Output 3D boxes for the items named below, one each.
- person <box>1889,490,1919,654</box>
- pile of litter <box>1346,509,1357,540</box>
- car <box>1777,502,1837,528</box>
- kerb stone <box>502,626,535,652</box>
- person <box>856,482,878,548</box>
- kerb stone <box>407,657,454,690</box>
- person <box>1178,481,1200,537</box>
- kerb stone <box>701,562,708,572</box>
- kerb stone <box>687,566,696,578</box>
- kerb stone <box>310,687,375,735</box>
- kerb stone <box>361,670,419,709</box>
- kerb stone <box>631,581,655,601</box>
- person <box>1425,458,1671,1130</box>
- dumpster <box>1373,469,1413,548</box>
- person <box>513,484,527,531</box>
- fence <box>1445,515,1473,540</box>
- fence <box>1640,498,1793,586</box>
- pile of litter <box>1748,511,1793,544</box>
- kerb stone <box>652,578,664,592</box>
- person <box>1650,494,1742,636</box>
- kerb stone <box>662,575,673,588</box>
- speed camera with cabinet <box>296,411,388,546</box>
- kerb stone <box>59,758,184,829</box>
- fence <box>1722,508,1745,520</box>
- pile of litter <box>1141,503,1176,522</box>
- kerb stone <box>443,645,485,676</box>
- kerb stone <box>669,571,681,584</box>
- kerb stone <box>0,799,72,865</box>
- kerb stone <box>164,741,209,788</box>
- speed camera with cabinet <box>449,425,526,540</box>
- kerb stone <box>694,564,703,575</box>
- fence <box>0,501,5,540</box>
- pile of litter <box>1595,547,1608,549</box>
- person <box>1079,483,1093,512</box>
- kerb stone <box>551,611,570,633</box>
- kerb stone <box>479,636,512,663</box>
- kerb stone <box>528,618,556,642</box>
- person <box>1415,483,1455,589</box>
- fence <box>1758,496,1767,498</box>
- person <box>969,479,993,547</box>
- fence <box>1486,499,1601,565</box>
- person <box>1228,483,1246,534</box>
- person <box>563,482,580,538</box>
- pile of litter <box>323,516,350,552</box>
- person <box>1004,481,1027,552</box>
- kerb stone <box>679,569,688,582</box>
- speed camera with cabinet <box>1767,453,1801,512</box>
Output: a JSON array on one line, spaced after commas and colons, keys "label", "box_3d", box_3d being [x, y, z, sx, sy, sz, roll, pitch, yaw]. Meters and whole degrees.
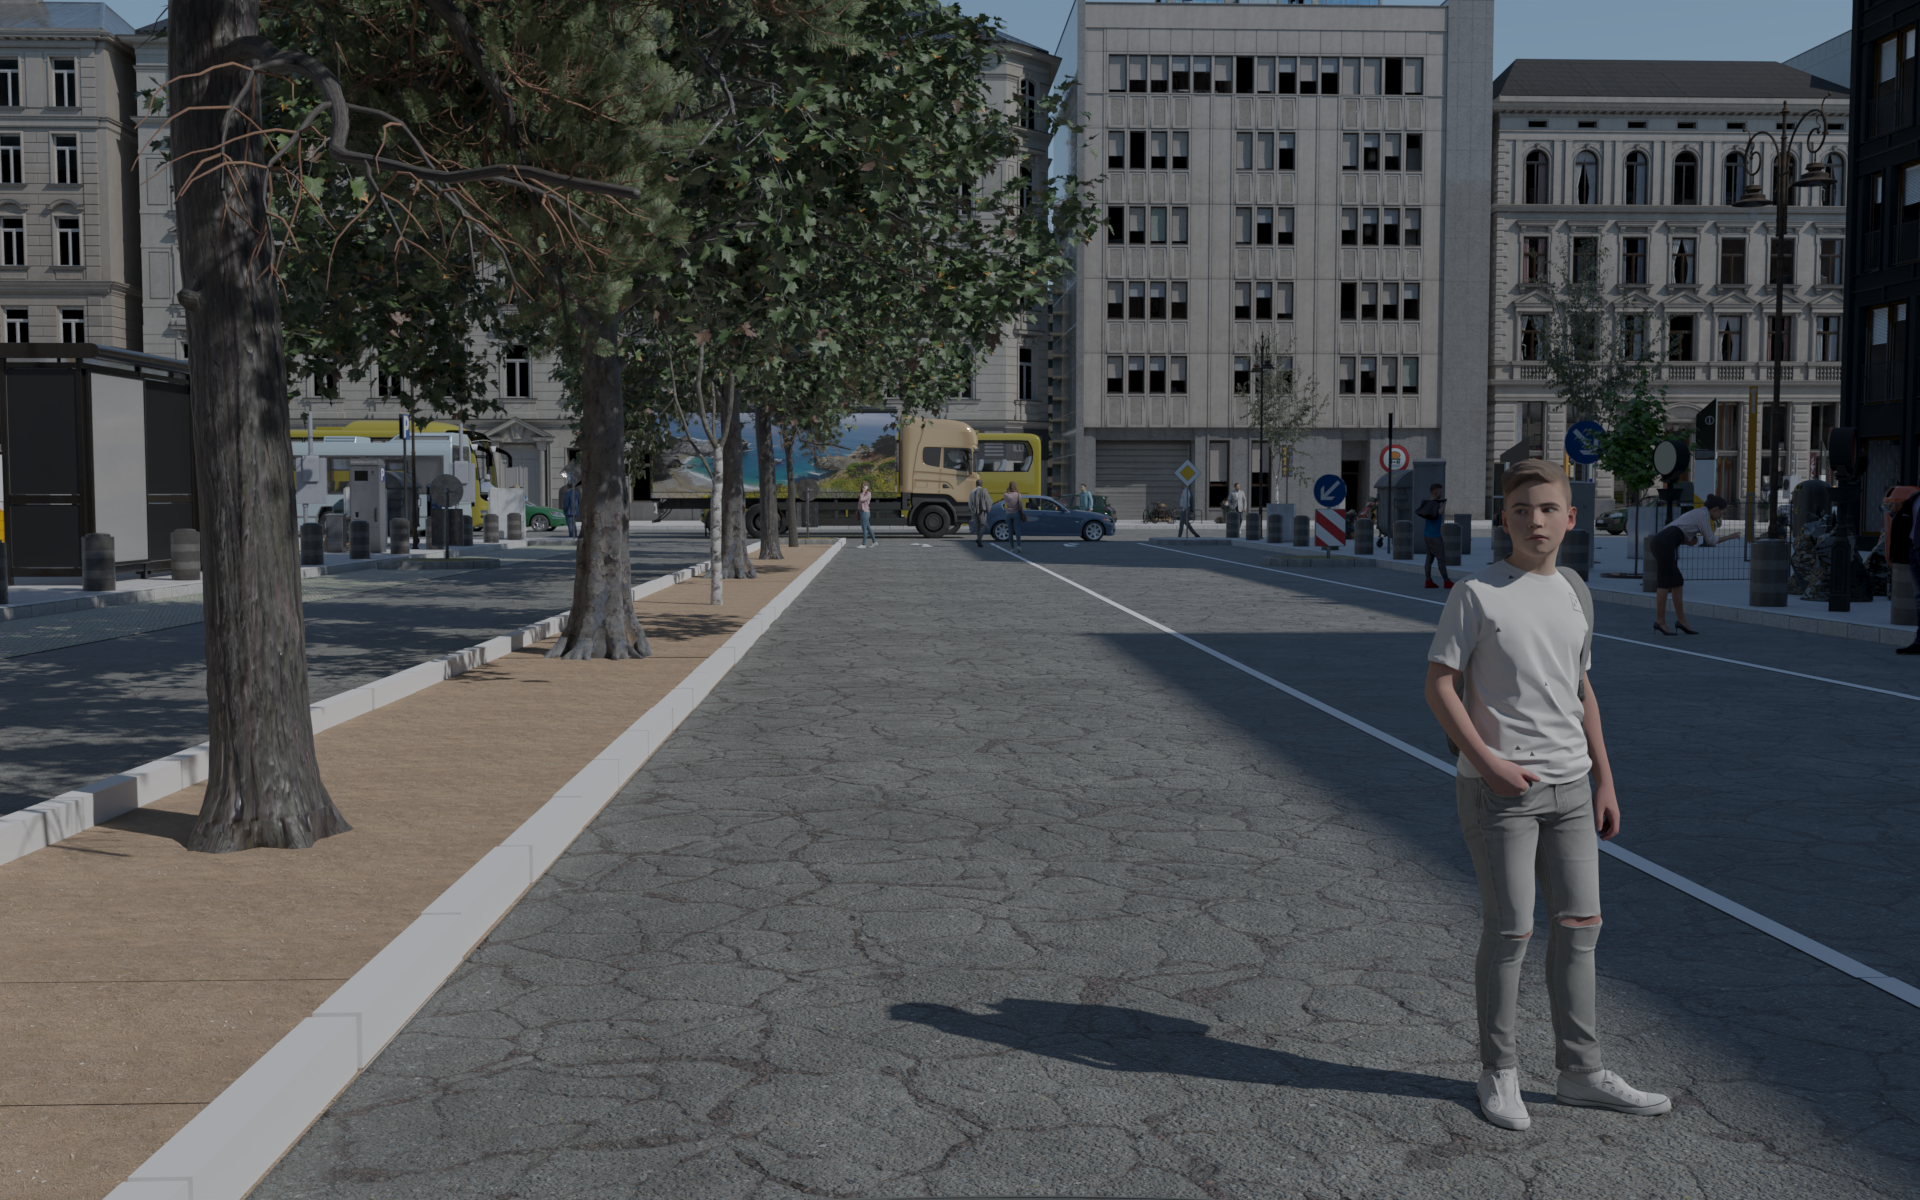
[{"label": "person", "box_3d": [8.464, -0.360, 15.206, 0.431, 1.722, 0.655, -1, 4, -12]}, {"label": "pile of litter", "box_3d": [10.830, -2.157, 49.228, 1.176, 0.858, 1.719, 1, 4, 11]}, {"label": "car", "box_3d": [32.574, -3.178, 63.969, 4.499, 1.417, 2.014, 0, 4, -1]}, {"label": "kerb stone", "box_3d": [-4.119, 0.381, 16.033, 0.120, 0.150, 1.000, 0, 4, -2]}, {"label": "person", "box_3d": [-2.461, -2.253, 45.923, 0.643, 1.750, 0.593, -1, 4, -15]}, {"label": "kerb stone", "box_3d": [-3.996, 0.565, 12.962, 0.120, 0.150, 1.000, 0, 4, -2]}, {"label": "person", "box_3d": [6.760, -2.640, 51.769, 0.850, 1.850, 0.679, 0, 4, 8]}, {"label": "kerb stone", "box_3d": [-4.739, -0.562, 31.445, 0.120, 0.150, 1.000, 0, 4, -2]}, {"label": "kerb stone", "box_3d": [-4.644, -0.434, 29.385, 0.120, 0.150, 1.000, 0, 4, -2]}, {"label": "kerb stone", "box_3d": [-3.914, 0.692, 10.906, 0.120, 0.150, 1.000, 0, 4, -2]}, {"label": "kerb stone", "box_3d": [-3.947, 0.627, 11.939, 0.120, 0.150, 1.000, 0, 4, -2]}, {"label": "kerb stone", "box_3d": [-4.444, -0.126, 24.258, 0.120, 0.150, 1.000, 0, 4, -2]}, {"label": "person", "box_3d": [1.336, 0.435, 3.986, 0.523, 1.515, 0.503, 3, 4, 38]}, {"label": "dumpster", "box_3d": [10.583, -2.138, 40.718, 1.264, 1.857, 1.865, 0, 4, -2]}, {"label": "person", "box_3d": [-16.507, -3.426, 64.705, 0.728, 1.800, 0.709, -2, 4, -35]}, {"label": "fence", "box_3d": [13.494, -2.052, 48.923, 0.278, 0.683, 2.069, -3, 5, -43]}, {"label": "fence", "box_3d": [10.702, -0.799, 24.266, 2.264, 1.192, 0.480, -1, 4, -11]}, {"label": "pile of litter", "box_3d": [21.042, -1.900, 45.024, 1.176, 0.858, 1.719, 2, 4, 31]}, {"label": "kerb stone", "box_3d": [-4.490, -0.189, 25.282, 0.120, 0.150, 1.000, 0, 4, -2]}, {"label": "person", "box_3d": [7.418, -0.360, 17.583, 0.799, 1.438, 0.628, -2, 4, -33]}, {"label": "kerb stone", "box_3d": [-4.529, -0.245, 26.309, 0.120, 0.150, 1.000, 0, 4, -2]}, {"label": "speed camera with cabinet", "box_3d": [-14.932, -2.906, 41.852, 2.038, 3.252, 0.660, -1, 4, -17]}, {"label": "kerb stone", "box_3d": [-3.790, 0.878, 7.835, 0.120, 0.150, 1.000, 0, 4, -2]}, {"label": "fence", "box_3d": [32.935, -3.612, 74.435, 0.278, 0.683, 2.069, -2, 4, -30]}, {"label": "pile of litter", "box_3d": [9.221, -4.013, 79.578, 1.719, 0.858, 1.176, 2, 4, 29]}, {"label": "kerb stone", "box_3d": [-4.034, 0.502, 13.986, 0.120, 0.150, 1.000, 0, 4, -2]}, {"label": "kerb stone", "box_3d": [-4.572, -0.314, 27.332, 0.120, 0.150, 1.000, 0, 4, -2]}, {"label": "kerb stone", "box_3d": [-3.744, 0.943, 6.803, 0.120, 0.150, 1.000, 0, 4, -2]}, {"label": "kerb stone", "box_3d": [-3.832, 0.816, 8.859, 0.120, 0.150, 1.000, 0, 4, -2]}, {"label": "speed camera with cabinet", "box_3d": [-13.353, -3.340, 48.942, 2.038, 3.252, 0.660, -1, 4, -11]}, {"label": "kerb stone", "box_3d": [-4.682, -0.503, 30.422, 0.120, 0.150, 1.000, 0, 4, -2]}, {"label": "fence", "box_3d": [-16.208, -1.023, 27.933, 2.264, 1.192, 0.480, -1, 4, -11]}, {"label": "pile of litter", "box_3d": [14.345, -1.646, 40.875, 1.719, 0.858, 1.176, 2, 4, 32]}, {"label": "person", "box_3d": [4.677, -3.384, 63.844, 0.660, 1.820, 0.620, 3, 5, 42]}, {"label": "kerb stone", "box_3d": [-4.194, 0.251, 18.088, 0.120, 0.150, 1.000, 0, 4, -2]}, {"label": "kerb stone", "box_3d": [-4.073, 0.446, 15.010, 0.120, 0.150, 1.000, 0, 4, -2]}, {"label": "kerb stone", "box_3d": [-4.160, 0.314, 17.060, 0.120, 0.150, 1.000, 0, 4, -2]}, {"label": "person", "box_3d": [7.242, -0.971, 26.238, 0.662, 1.594, 0.647, -1, 4, -13]}, {"label": "fence", "box_3d": [37.555, -4.145, 78.973, 2.264, 1.192, 0.480, 2, 4, 29]}, {"label": "person", "box_3d": [0.561, -2.340, 46.852, 0.679, 1.850, 0.850, 1, 4, 16]}, {"label": "fence", "box_3d": [10.730, -1.259, 31.782, 2.264, 1.192, 0.480, -2, 4, -24]}, {"label": "person", "box_3d": [9.895, -3.277, 61.927, 0.661, 1.843, 0.795, 0, 4, 2]}, {"label": "person", "box_3d": [-11.439, -2.589, 51.014, 0.419, 1.800, 0.721, 1, 4, 22]}, {"label": "pile of litter", "box_3d": [-14.038, -1.544, 39.208, 1.176, 0.858, 1.719, 1, 4, 9]}, {"label": "person", "box_3d": [1.352, -2.057, 42.716, 0.593, 1.750, 0.643, 1, 4, 11]}, {"label": "kerb stone", "box_3d": [-4.607, -0.375, 28.356, 0.120, 0.150, 1.000, 0, 4, -2]}, {"label": "speed camera with cabinet", "box_3d": [39.737, -5.455, 83.526, 0.660, 3.252, 2.038, 0, 4, -4]}]
